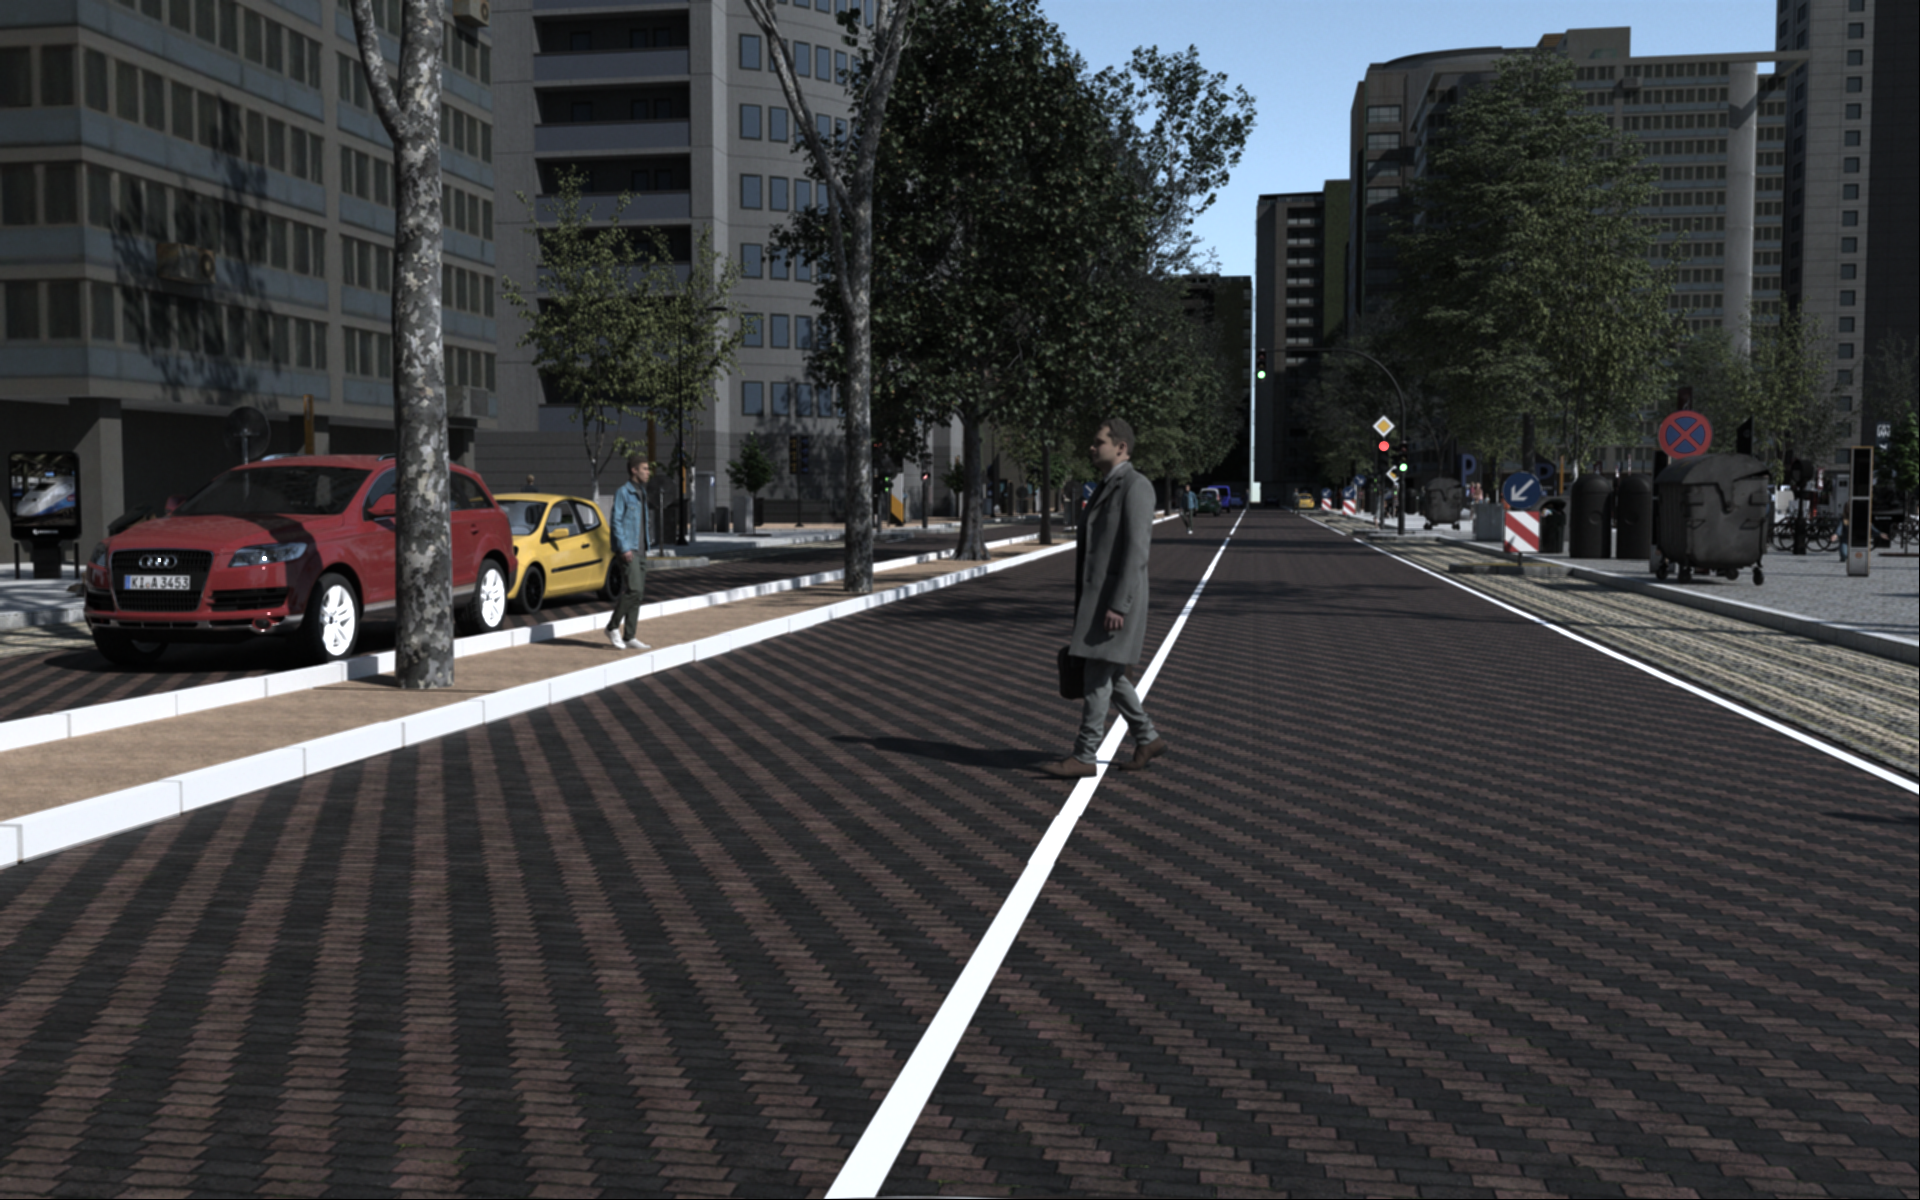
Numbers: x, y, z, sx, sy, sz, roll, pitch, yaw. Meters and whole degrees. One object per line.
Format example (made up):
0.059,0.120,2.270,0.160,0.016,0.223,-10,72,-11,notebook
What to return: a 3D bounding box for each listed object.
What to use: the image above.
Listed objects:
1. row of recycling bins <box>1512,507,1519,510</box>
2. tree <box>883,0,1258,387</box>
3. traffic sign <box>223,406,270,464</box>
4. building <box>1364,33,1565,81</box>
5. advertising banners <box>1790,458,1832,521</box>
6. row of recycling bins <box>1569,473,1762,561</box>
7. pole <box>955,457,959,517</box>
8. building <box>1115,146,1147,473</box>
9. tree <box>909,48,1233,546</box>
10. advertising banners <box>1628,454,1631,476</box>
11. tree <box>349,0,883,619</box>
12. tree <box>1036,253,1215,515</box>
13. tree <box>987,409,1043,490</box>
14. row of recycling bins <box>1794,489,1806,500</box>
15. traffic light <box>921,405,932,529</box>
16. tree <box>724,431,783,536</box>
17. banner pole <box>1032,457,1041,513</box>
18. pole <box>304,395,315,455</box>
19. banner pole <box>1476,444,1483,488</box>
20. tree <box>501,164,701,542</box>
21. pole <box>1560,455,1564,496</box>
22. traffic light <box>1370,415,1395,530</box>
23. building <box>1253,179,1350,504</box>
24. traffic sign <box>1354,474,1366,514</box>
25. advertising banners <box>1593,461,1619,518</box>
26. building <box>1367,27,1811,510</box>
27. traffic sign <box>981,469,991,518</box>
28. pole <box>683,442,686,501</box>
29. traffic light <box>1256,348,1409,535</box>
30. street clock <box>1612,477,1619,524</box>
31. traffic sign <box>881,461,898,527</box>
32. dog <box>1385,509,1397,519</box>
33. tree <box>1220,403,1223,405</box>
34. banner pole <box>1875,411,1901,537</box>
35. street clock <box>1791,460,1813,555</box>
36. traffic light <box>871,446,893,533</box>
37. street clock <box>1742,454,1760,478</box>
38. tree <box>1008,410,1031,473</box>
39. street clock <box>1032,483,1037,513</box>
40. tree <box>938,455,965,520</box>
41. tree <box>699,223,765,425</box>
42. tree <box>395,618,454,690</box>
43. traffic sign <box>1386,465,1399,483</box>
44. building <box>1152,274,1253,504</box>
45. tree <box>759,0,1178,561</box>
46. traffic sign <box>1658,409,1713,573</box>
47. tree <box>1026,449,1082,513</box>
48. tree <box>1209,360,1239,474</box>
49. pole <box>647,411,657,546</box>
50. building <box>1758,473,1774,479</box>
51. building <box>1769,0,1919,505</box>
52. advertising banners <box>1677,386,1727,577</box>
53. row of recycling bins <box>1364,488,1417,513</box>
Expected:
28.056,-4.853,86.467,1.069,1.692,3.534,1,4,16,row of recycling bins
5.008,-12.914,69.488,12.611,20.169,13.585,0,3,0,tree
-10.378,-1.534,25.187,0.768,2.556,0.104,1,4,12,traffic sign
67.181,-41.889,226.875,28.212,58.520,21.231,1,4,10,building
40.867,-5.326,83.274,0.090,3.025,2.074,-2,4,-33,advertising banners
13.776,-1.637,33.879,3.534,1.692,1.069,2,4,28,row of recycling bins
-0.148,-6.215,95.453,0.158,3.312,0.155,0,3,0,pole
10.494,-37.807,237.747,30.456,49.044,23.786,1,4,10,building
2.398,-8.260,47.876,12.009,13.543,11.850,0,3,0,tree
29.605,-4.895,76.226,0.090,3.025,2.074,2,4,33,advertising banners
-2.537,-10.238,25.731,12.611,20.169,13.585,0,3,0,tree
7.744,-9.722,79.531,7.486,12.596,7.792,0,3,0,tree
3.857,-9.712,109.150,4.737,8.622,4.395,0,3,0,tree
60.439,-7.179,124.490,1.069,1.692,3.534,2,4,30,row of recycling bins
0.790,-5.471,64.112,4.771,5.953,1.251,1,4,10,traffic light
-6.410,-3.559,52.792,1.663,3.219,1.824,0,3,0,tree
5.277,-7.834,118.099,0.863,3.779,0.401,2,4,33,banner pole
-13.377,-2.558,35.662,0.158,3.312,0.155,0,3,0,pole
26.191,-5.943,87.177,0.401,3.779,0.863,0,4,4,banner pole
-8.206,-5.416,38.922,4.737,8.622,4.395,0,3,0,tree
30.295,-5.712,87.233,0.158,3.312,0.155,0,3,0,pole
15.044,-4.450,61.682,0.839,4.253,0.868,1,4,10,traffic light
45.839,-33.299,228.039,14.086,41.232,14.154,1,4,10,building
25.575,-6.774,110.865,0.768,2.556,0.104,1,4,16,traffic sign
34.191,-5.797,90.961,0.090,3.025,2.074,-3,5,-44,advertising banners
52.152,-27.964,149.090,32.217,40.220,23.993,1,4,10,building
1.216,-5.583,91.284,0.884,2.594,0.081,1,4,16,traffic sign
-10.783,-4.498,67.390,0.158,3.312,0.155,0,3,0,pole
11.630,-4.853,54.018,4.771,5.953,1.251,1,4,10,traffic light
28.057,-4.256,74.156,0.358,2.002,0.471,1,4,19,street clock
-2.779,-4.103,67.188,0.768,2.556,0.104,1,4,19,traffic sign
22.423,-4.485,90.159,0.540,0.507,0.406,-3,4,-39,dog
14.423,-12.207,120.160,7.486,12.596,7.792,0,3,0,tree
27.965,-3.804,52.206,0.863,3.779,0.401,0,4,1,banner pole
17.705,-1.951,36.468,0.358,2.002,0.471,0,4,-4,street clock
-2.624,-4.137,56.554,0.839,4.253,0.868,1,4,10,traffic light
14.372,-1.652,31.588,0.471,2.002,0.358,-3,5,-44,street clock
7.163,-13.058,131.629,7.486,12.596,7.792,0,3,0,tree
4.931,-6.748,114.907,0.358,2.002,0.471,0,4,4,street clock
-0.010,-5.520,84.851,1.663,3.219,1.824,0,3,0,tree
-7.430,-5.869,46.327,4.737,8.622,4.395,0,3,0,tree
-5.026,-9.476,13.284,12.611,20.169,13.585,0,3,0,tree
19.686,-4.812,78.409,0.795,2.593,0.064,1,4,17,traffic sign
31.756,-28.057,230.435,14.107,30.474,14.160,1,4,10,building
0.274,-7.202,37.215,9.611,12.733,9.660,0,3,0,tree
10.936,-1.595,26.177,0.768,2.556,0.104,1,4,19,traffic sign
6.096,-8.388,120.851,4.285,4.588,4.351,0,3,0,tree
9.365,-10.324,88.265,9.611,12.733,9.660,0,3,0,tree
-7.587,-2.988,42.689,0.158,3.312,0.155,0,3,0,pole
82.045,-31.170,193.232,14.086,41.232,14.154,1,4,10,building
98.890,-45.773,186.639,20.611,71.187,20.563,1,4,10,building
11.891,-1.924,27.646,0.090,3.025,2.074,0,4,-2,advertising banners
29.616,-6.849,119.099,3.534,1.692,1.069,0,4,4,row of recycling bins
